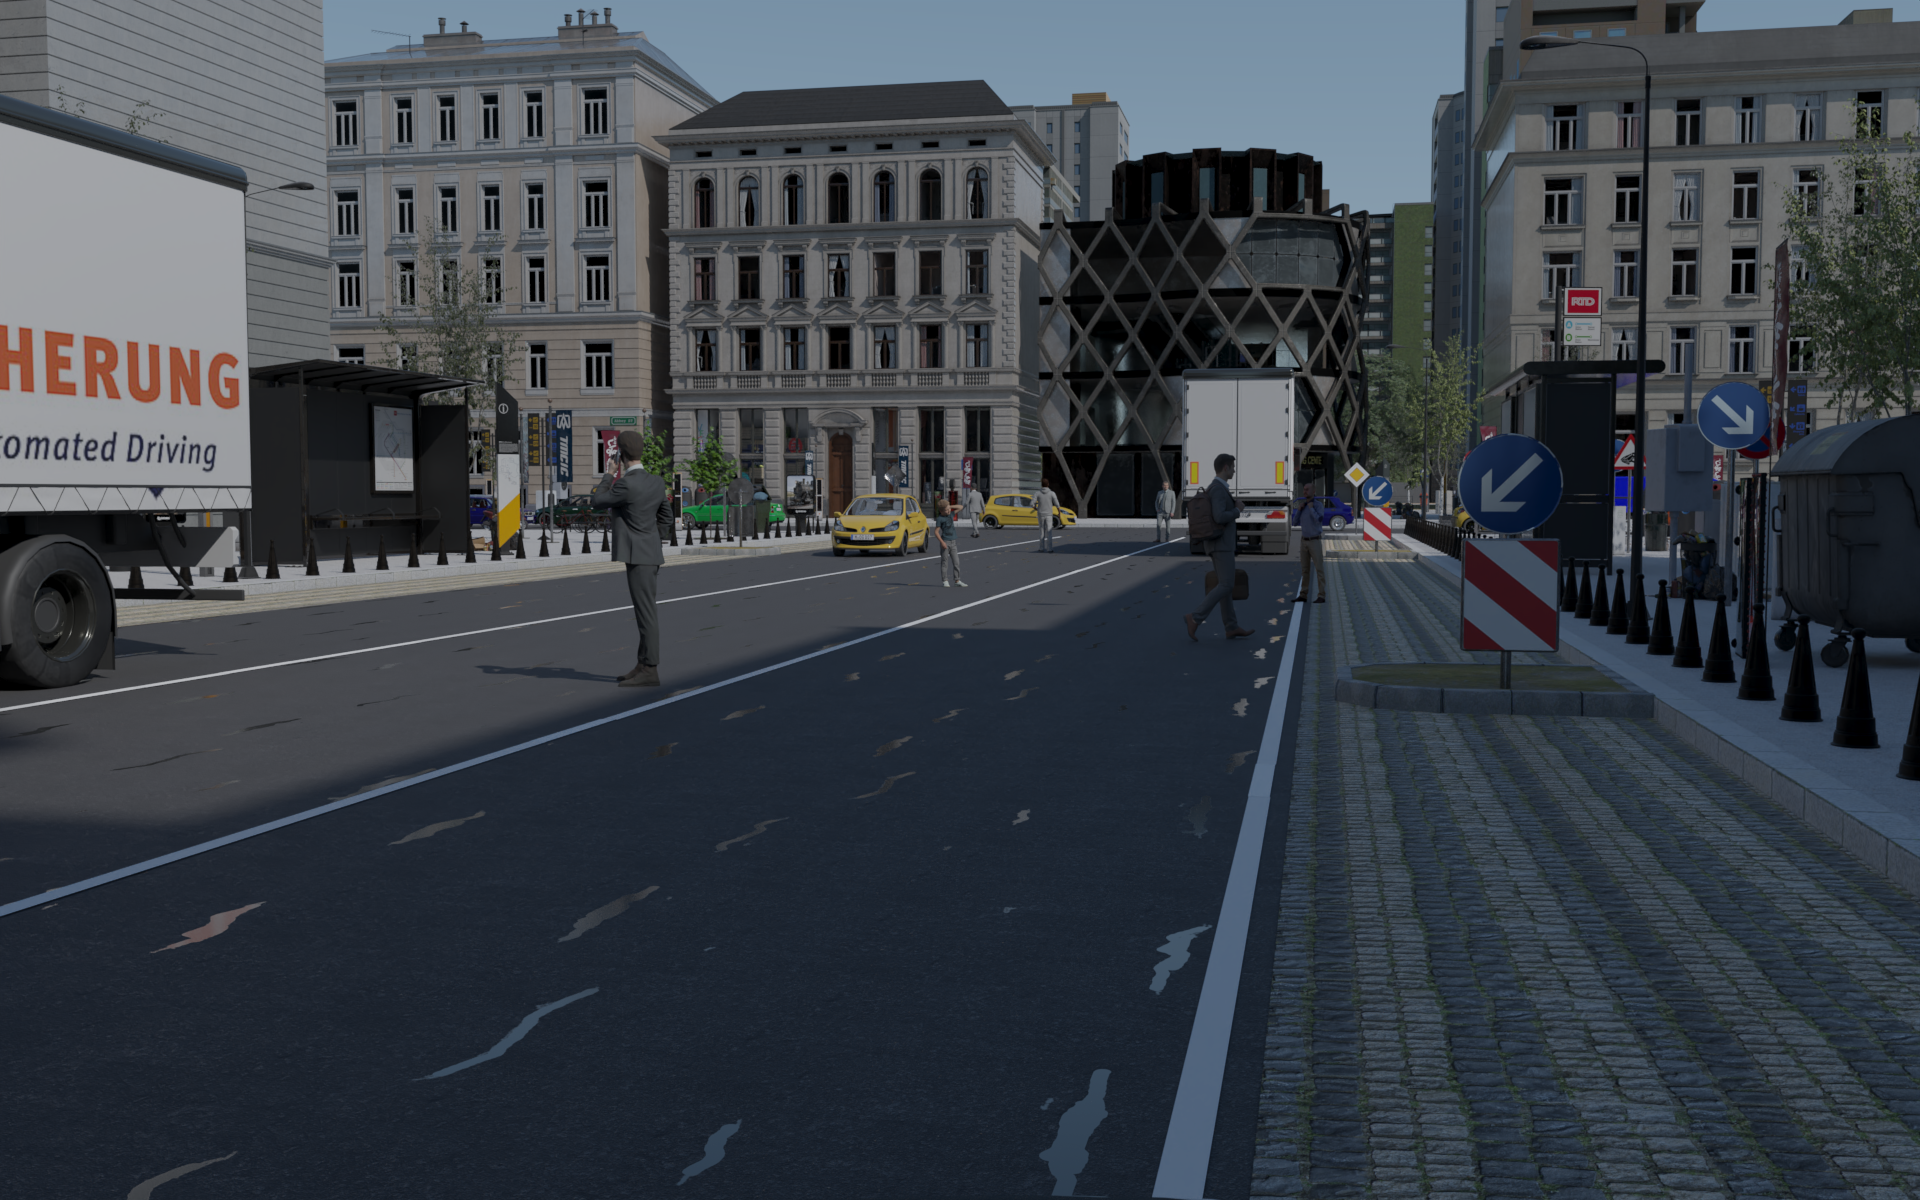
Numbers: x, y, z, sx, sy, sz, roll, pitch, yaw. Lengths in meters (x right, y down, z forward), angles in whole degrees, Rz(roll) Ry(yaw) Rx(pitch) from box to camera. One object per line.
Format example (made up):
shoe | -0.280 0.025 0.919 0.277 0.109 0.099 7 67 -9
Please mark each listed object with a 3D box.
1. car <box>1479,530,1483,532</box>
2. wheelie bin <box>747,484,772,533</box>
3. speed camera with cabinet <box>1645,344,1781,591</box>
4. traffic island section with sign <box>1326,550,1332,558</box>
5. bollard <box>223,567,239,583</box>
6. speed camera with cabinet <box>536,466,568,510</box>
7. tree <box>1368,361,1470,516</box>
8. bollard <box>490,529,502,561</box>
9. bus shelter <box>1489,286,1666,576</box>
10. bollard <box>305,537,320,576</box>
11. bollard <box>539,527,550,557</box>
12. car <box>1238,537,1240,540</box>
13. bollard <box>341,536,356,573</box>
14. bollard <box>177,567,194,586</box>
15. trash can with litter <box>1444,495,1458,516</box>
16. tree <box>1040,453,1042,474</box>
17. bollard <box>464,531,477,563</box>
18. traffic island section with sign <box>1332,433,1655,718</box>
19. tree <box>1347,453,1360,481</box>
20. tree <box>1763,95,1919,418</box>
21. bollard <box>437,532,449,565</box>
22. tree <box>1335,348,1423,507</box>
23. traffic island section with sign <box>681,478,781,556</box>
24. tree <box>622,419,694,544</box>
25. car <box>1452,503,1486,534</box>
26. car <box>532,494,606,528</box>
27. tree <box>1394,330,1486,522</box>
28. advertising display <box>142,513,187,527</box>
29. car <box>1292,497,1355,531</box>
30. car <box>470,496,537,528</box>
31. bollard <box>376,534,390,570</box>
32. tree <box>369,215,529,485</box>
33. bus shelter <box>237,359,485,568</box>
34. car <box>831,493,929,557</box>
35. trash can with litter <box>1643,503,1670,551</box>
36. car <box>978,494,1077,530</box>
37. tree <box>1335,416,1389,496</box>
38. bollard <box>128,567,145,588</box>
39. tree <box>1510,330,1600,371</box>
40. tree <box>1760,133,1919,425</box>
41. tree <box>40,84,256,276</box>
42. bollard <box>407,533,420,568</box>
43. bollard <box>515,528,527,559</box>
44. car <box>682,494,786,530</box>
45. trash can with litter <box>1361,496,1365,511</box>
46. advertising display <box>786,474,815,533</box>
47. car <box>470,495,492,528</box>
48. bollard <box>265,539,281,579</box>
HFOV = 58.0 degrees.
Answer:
car | 21.084 -3.274 65.526 4.499 1.417 2.014 1 4 12
wheelie bin | -6.641 -3.012 57.160 0.693 1.594 0.980 -3 5 -41
speed camera with cabinet | 10.258 -1.761 23.126 2.038 3.252 0.660 0 4 -5
traffic island section with sign | 9.248 -1.854 38.939 1.989 1.847 2.006 1 4 12
bollard | -10.612 -0.559 25.177 0.229 0.601 0.229 0 3 0
speed camera with cabinet | -19.460 -5.397 82.573 0.660 3.252 2.038 1 4 17
tree | 25.190 -8.845 94.975 4.360 8.622 3.978 0 3 0
bollard | -8.918 -1.054 33.281 0.229 0.601 0.229 0 3 0
bus shelter | 10.828 -3.284 31.328 2.179 5.291 8.768 1 4 12
bollard | -10.183 -0.684 27.225 0.229 0.601 0.229 0 3 0
bollard | -8.488 -1.180 35.334 0.229 0.601 0.229 0 3 0
car | 9.077 -2.464 52.863 1.945 1.354 3.894 1 4 13
bollard | -9.967 -0.745 28.229 0.229 0.601 0.229 0 3 0
bollard | -10.818 -0.497 24.171 0.229 0.601 0.229 0 3 0
trash can with litter | 28.560 -5.457 100.285 1.678 1.210 2.233 -1 4 -15
tree | 5.733 -11.172 133.024 4.737 8.622 4.395 0 3 0
bollard | -9.124 -0.993 32.276 0.229 0.601 0.229 0 3 0
traffic island section with sign | 3.647 -0.213 12.109 1.989 1.847 2.006 1 4 12
tree | 46.729 -15.495 203.705 4.360 8.622 3.978 0 3 0
tree | 16.867 -4.937 31.079 4.737 8.622 4.395 0 3 0
bollard | -9.342 -0.930 31.254 0.229 0.601 0.229 0 3 0
tree | 35.308 -14.867 149.732 9.857 13.997 8.962 0 3 0
traffic island section with sign | -5.338 -1.984 41.064 1.989 1.847 2.006 1 4 12
tree | -7.911 -3.058 44.597 1.663 3.219 1.824 0 3 0
car | 19.498 -3.129 61.389 3.980 1.641 2.015 1 4 10
car | -16.028 -3.881 73.239 4.222 1.686 2.009 1 4 12
tree | 21.802 -7.835 78.464 4.737 8.622 4.395 0 3 0
advertising display | -18.760 -2.178 40.821 0.974 1.923 0.123 -3 5 -44
car | 13.424 -3.371 67.703 3.894 1.354 1.945 1 4 11
car | -19.615 -3.620 71.769 3.894 1.354 1.945 1 4 11
bollard | -9.757 -0.807 29.242 0.229 0.601 0.229 0 3 0
tree | -13.232 -5.829 45.673 4.360 8.622 3.978 0 3 0
bus shelter | -11.342 -2.570 33.306 1.731 3.624 6.357 1 4 12
car | -1.865 -1.882 40.996 2.015 1.641 3.980 1 4 10
trash can with litter | 15.696 -1.695 39.098 0.624 1.170 1.055 2 4 29
car | 2.755 -3.684 70.453 3.980 1.641 2.015 1 4 13
tree | 43.452 -15.976 186.959 9.928 11.665 9.643 0 3 0
bollard | -11.028 -0.436 23.166 0.229 0.601 0.229 0 3 0
tree | 26.216 -7.667 75.721 4.360 8.622 3.978 0 3 0
tree | 18.928 -5.252 36.227 4.360 8.622 3.978 0 3 0
tree | -15.656 -5.006 32.203 4.360 8.622 3.978 0 3 0
bollard | -9.546 -0.869 30.247 0.229 0.601 0.229 0 3 0
bollard | -8.706 -1.117 34.302 0.229 0.601 0.229 0 3 0
car | -9.475 -3.763 70.321 4.718 1.807 1.959 1 4 13
trash can with litter | 29.778 -7.150 128.281 0.624 1.170 1.055 0 4 5
advertising display | -5.248 -3.174 57.104 0.974 1.923 0.123 1 4 13
car | -21.320 -3.857 75.062 4.499 1.417 2.014 1 4 12
bollard | -10.398 -0.621 26.193 0.229 0.601 0.229 0 3 0
